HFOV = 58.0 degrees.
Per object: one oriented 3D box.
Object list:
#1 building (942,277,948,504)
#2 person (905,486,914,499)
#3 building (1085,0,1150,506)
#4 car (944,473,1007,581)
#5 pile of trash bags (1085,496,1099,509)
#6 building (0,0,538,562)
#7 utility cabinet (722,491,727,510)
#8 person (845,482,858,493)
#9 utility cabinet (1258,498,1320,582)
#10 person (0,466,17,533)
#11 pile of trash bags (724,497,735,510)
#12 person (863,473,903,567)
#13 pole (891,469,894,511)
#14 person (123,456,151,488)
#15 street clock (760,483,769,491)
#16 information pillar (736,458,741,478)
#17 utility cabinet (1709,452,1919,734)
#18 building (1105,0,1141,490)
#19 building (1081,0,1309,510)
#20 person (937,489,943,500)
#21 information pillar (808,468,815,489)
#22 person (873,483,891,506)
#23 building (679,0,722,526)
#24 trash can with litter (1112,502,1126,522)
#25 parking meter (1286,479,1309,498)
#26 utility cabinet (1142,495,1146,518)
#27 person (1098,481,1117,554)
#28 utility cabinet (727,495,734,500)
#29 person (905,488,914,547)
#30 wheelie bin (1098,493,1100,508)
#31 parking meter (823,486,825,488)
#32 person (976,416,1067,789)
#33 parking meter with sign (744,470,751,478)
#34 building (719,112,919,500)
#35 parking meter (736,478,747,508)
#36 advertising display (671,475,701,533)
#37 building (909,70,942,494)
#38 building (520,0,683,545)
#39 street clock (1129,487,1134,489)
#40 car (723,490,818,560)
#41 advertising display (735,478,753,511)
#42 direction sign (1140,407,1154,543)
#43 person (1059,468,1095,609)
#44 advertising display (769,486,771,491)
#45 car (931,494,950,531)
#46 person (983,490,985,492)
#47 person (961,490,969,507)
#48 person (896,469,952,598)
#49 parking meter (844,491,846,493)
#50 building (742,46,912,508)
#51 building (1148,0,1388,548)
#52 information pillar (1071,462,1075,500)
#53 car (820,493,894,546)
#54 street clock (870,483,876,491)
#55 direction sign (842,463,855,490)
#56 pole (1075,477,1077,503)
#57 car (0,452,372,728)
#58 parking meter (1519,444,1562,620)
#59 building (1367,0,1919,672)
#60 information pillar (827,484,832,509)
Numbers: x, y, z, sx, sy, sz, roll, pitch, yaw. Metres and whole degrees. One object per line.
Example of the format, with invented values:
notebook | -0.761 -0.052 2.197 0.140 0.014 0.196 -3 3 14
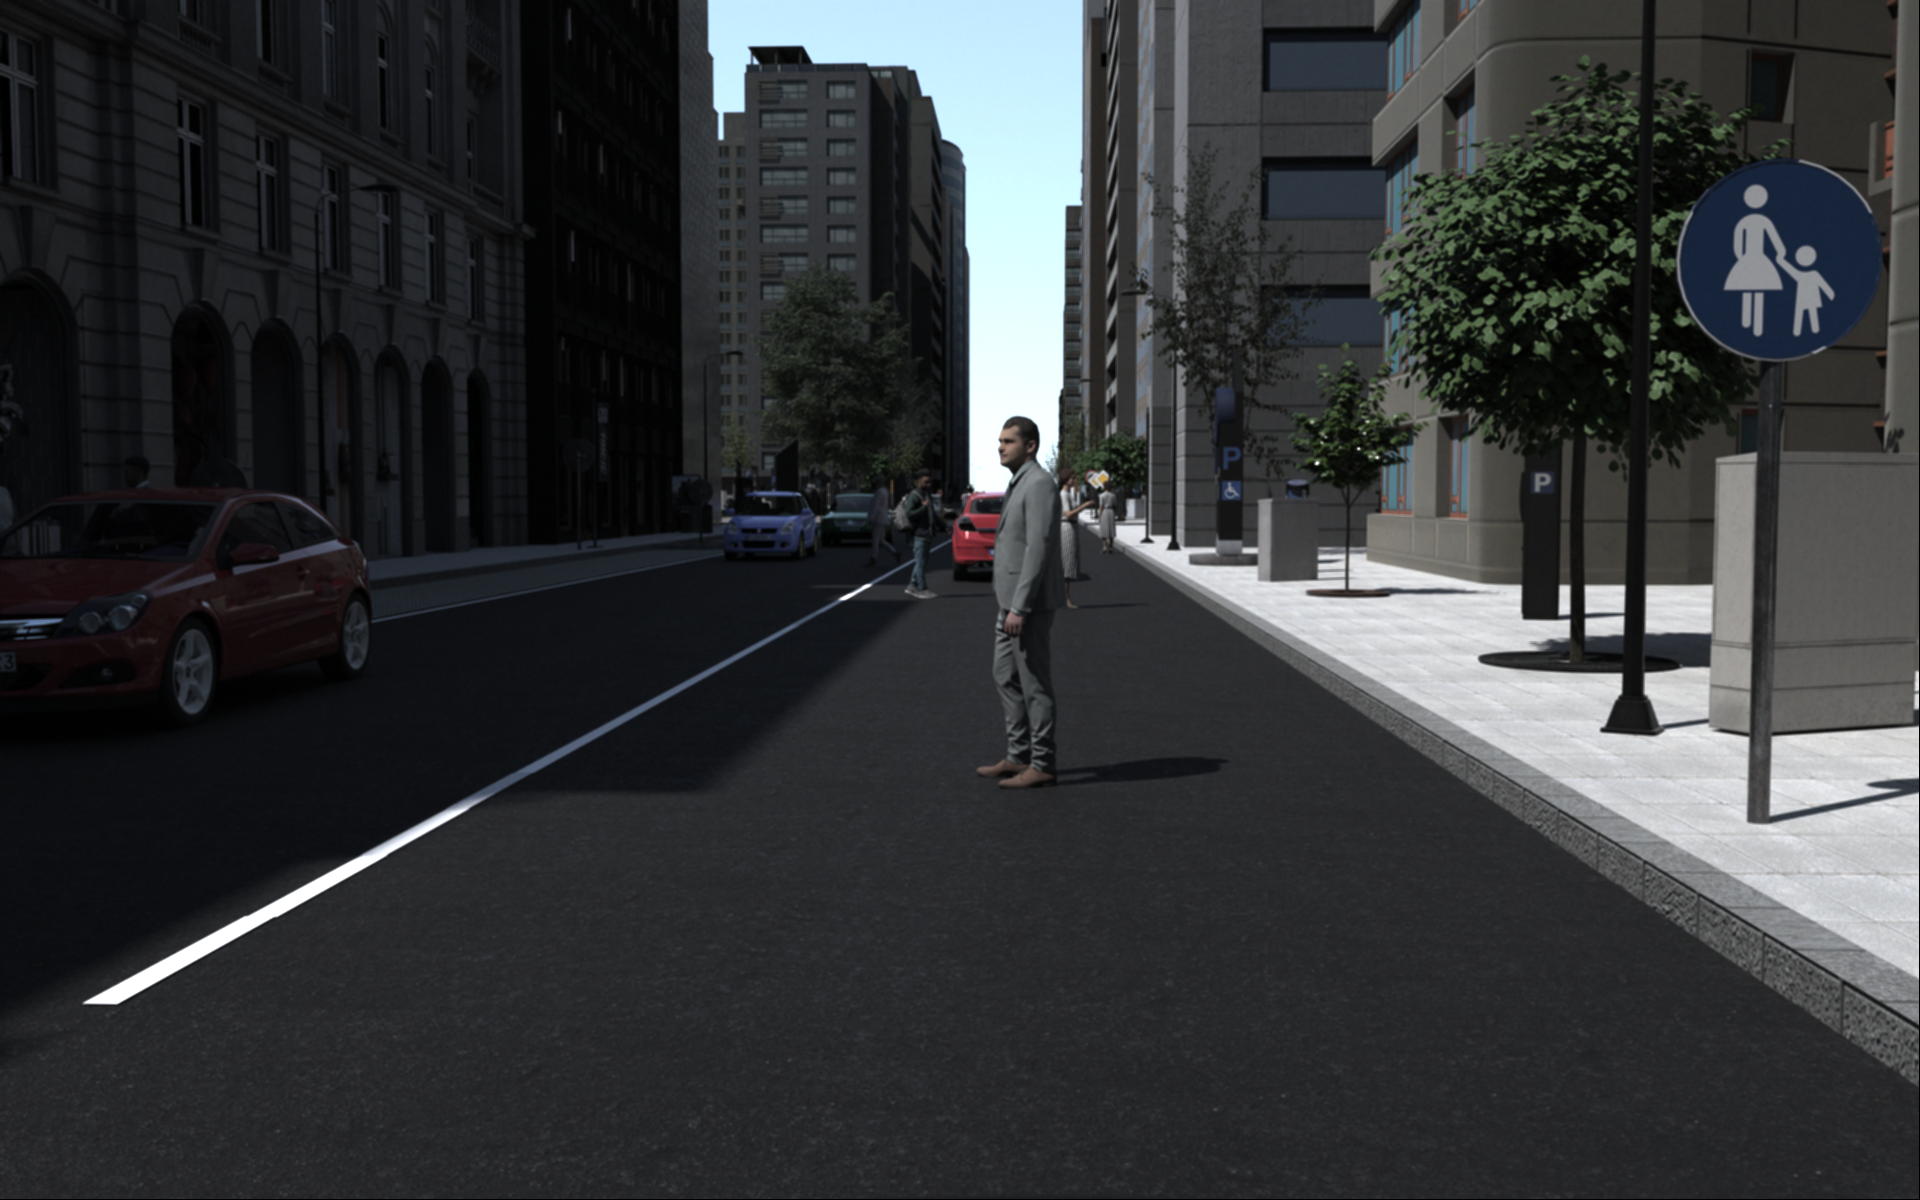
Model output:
building | -8.973 -27.550 222.143 14.160 30.474 14.107 0 4 2
person | -2.541 -4.949 89.264 0.661 1.843 0.795 -2 4 -31
building | 18.776 -31.245 160.967 14.600 45.320 14.200 0 4 2
car | 0.783 -1.285 30.056 2.155 1.783 4.494 0 4 1
pile of trash bags | 10.601 -8.498 148.694 1.912 1.369 3.447 -1 4 -21
building | -17.142 -11.592 31.327 13.314 21.916 24.055 0 4 2
utility cabinet | -15.346 -6.332 112.202 0.318 1.500 1.173 -1 4 -19
person | -3.683 -3.127 59.498 0.514 1.842 0.818 -2 4 -23
utility cabinet | 4.853 -0.884 25.623 1.020 1.237 0.306 -3 4 -37
person | -7.631 -0.274 13.459 0.515 1.767 0.782 1 4 12
pile of trash bags | -11.494 -5.266 95.846 3.447 1.369 1.912 0 4 4
person | -1.524 -1.583 34.265 0.818 1.842 0.514 -1 4 -10
pole | -5.053 -8.304 129.612 0.158 3.312 0.155 0 3 0
person | -7.677 -0.465 16.369 0.850 1.792 0.678 -2 4 -27
street clock | -13.070 -6.734 114.663 0.358 2.002 0.471 0 4 7
information pillar | -14.544 -7.493 113.860 0.183 3.616 0.504 1 4 21
utility cabinet | 4.649 -0.046 9.425 1.173 1.500 0.318 -1 4 -21
building | 22.850 -31.514 138.962 21.300 48.544 21.600 0 4 2
building | 23.316 -39.155 182.175 21.231 58.520 28.212 0 4 2
person | -1.703 -8.475 147.042 0.580 1.828 0.573 1 4 16
information pillar | -12.494 -9.508 146.815 0.504 3.616 0.183 -2 4 -25
person | -2.556 -2.885 55.851 0.592 1.802 0.473 3 5 44
building | -18.277 -12.845 64.760 16.860 20.320 10.420 0 4 2
trash can with litter | 7.146 -4.205 80.135 1.055 1.170 0.624 -2 4 -29
parking meter | 5.548 -1.228 28.486 0.372 1.533 0.369 0 3 0
utility cabinet | 10.372 -5.064 93.963 1.020 1.237 0.306 0 4 -6
person | 3.536 -2.002 41.796 0.480 1.755 0.524 -1 4 -22
utility cabinet | -17.032 -7.053 126.476 1.020 1.237 0.306 -1 4 -10
person | -1.378 -2.244 46.997 0.330 1.601 0.589 0 4 7
wheelie bin | 9.844 -6.772 118.634 0.693 1.594 0.980 2 4 30
parking meter | -8.879 -6.467 111.439 0.399 1.863 0.255 0 4 2
person | 0.330 0.005 8.511 0.391 1.810 0.635 -1 4 -11
parking meter with sign | -16.117 -8.083 128.410 0.543 3.016 1.738 -2 4 -35
building | -19.772 -29.884 180.477 32.217 40.220 23.993 0 4 2
parking meter | -7.869 -3.470 62.453 0.255 1.863 0.399 1 4 17
advertising display | -9.043 -3.177 57.151 0.974 1.923 0.123 0 4 -4
building | -13.327 -35.414 202.718 21.300 48.544 21.600 0 4 2
building | -15.975 -13.546 51.158 12.332 23.373 15.834 0 4 2
street clock | 12.508 -7.469 126.688 0.471 2.002 0.358 0 4 -2
car | -4.216 -1.785 38.772 1.945 1.707 3.694 0 4 3
advertising display | -8.589 -3.896 68.905 0.974 1.923 0.123 3 5 42
direction sign | 4.922 -3.269 45.448 0.379 3.537 0.876 0 4 7
person | 1.441 -0.773 21.710 0.524 1.755 0.480 0 4 6
advertising display | -15.085 -8.222 139.636 0.123 1.923 0.974 2 4 31
car | -1.387 -3.527 67.885 2.015 1.641 3.980 0 4 1
person | 2.449 -10.447 179.322 0.705 1.822 1.348 2 4 29
person | 0.360 -6.204 110.771 0.563 1.720 0.643 0 4 7
person | -0.521 -0.921 23.910 0.721 1.781 0.623 1 4 15
parking meter | -8.206 -7.140 125.143 0.372 1.533 0.369 0 3 0
building | -11.984 -29.193 160.908 14.154 41.232 14.086 0 4 2
building | 16.477 -31.273 53.315 21.231 58.520 28.212 0 4 2
information pillar | 8.159 -8.189 125.251 0.183 3.616 0.504 -2 4 -24
car | -2.898 -2.473 49.232 1.959 1.807 4.718 0 4 2
street clock | -5.614 -6.650 113.296 0.471 2.002 0.358 3 5 45
direction sign | -6.542 -6.772 102.712 0.876 3.537 0.379 -1 4 -12
pole | 7.950 -7.642 118.788 0.158 3.312 0.155 0 3 0
car | -5.581 -0.180 11.978 2.155 1.783 4.494 0 4 1
parking meter | 5.924 -0.734 17.704 0.399 1.863 0.255 1 4 17
building | 21.022 -10.562 17.724 27.650 21.520 28.899 0 4 2
information pillar | -9.042 -7.111 120.760 0.304 2.012 0.304 -2 4 -34
